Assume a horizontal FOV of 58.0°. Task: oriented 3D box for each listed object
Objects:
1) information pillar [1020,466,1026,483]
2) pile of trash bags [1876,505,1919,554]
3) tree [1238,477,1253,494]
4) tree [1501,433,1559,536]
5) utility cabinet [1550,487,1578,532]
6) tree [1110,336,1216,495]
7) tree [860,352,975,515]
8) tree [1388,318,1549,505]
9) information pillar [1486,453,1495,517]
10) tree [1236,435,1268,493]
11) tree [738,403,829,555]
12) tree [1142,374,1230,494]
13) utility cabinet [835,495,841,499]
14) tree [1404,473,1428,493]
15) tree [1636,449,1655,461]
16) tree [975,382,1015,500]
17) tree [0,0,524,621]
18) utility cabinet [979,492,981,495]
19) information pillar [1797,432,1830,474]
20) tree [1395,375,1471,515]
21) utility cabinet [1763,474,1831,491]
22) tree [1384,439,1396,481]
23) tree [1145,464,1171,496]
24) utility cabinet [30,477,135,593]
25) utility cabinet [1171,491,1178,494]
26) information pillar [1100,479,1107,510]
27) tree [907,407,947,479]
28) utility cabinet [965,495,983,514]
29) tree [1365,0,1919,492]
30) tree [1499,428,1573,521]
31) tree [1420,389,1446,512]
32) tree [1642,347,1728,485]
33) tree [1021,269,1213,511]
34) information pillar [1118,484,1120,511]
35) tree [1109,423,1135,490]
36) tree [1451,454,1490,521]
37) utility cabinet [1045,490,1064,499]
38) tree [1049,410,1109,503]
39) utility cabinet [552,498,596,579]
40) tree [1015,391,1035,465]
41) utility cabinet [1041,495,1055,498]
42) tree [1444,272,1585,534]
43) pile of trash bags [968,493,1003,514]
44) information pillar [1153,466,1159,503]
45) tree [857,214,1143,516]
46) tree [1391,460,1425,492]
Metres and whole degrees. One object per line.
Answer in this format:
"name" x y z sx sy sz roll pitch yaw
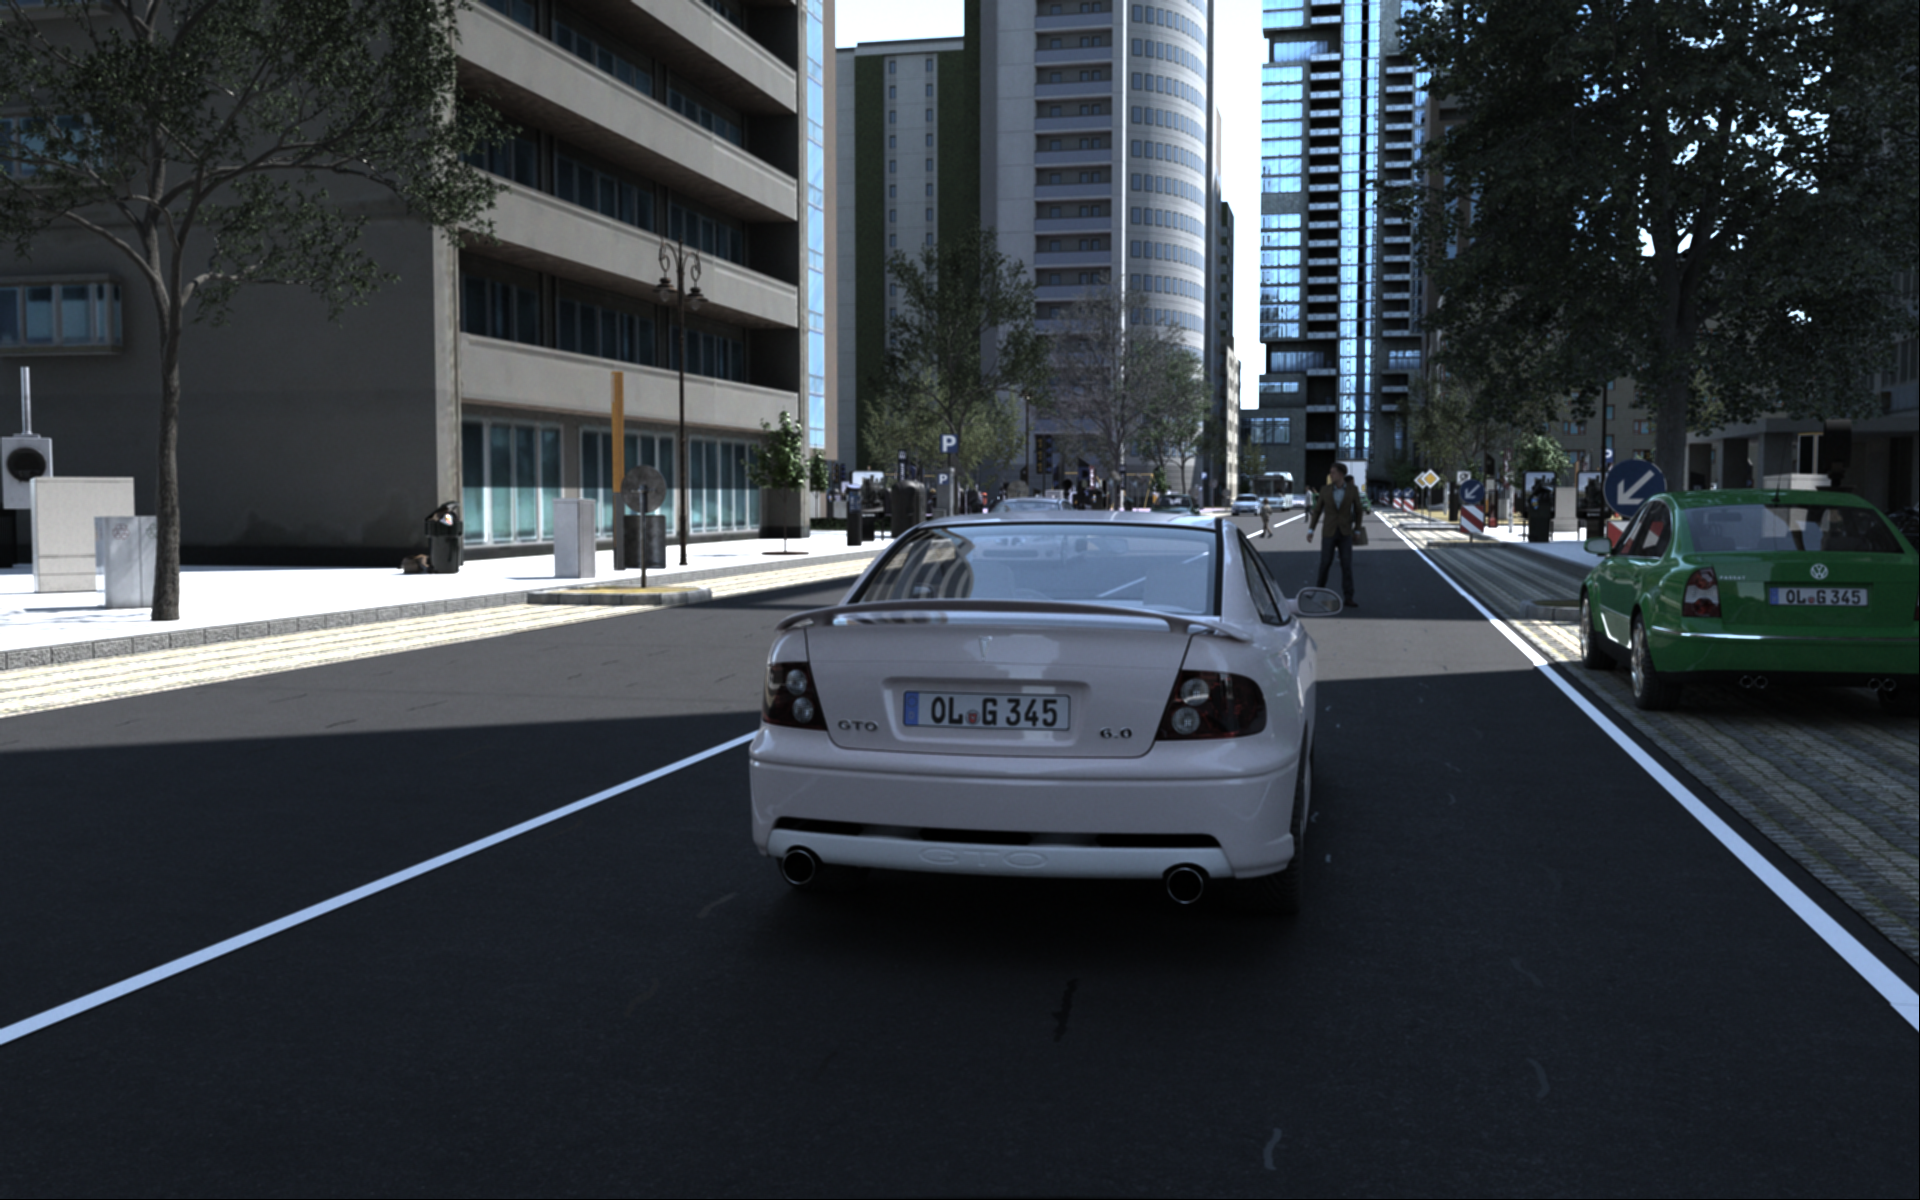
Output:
"information pillar" 5.176 -9.184 141.517 0.504 3.616 0.183 0 4 -3
"pile of trash bags" 17.923 -1.277 30.625 3.447 1.369 1.912 1 4 20
"tree" 33.146 -12.670 201.751 1.663 3.219 1.824 0 3 0
"tree" 17.588 -3.564 52.868 1.663 3.219 1.824 0 3 0
"utility cabinet" 19.820 -2.975 57.322 1.173 1.500 0.318 0 4 -1
"tree" 13.380 -11.568 114.888 9.928 11.665 9.643 0 3 0
"tree" -2.518 -8.417 87.979 4.737 8.622 4.395 0 3 0
"tree" 27.134 -9.675 92.604 8.767 10.594 7.601 1 4 17
"information pillar" 29.778 -6.483 97.357 0.504 3.616 0.183 0 4 1
"tree" 35.550 -15.898 210.300 4.737 8.622 4.395 0 3 0
"tree" -3.634 -2.580 36.779 1.663 3.219 1.824 0 3 0
"tree" 15.701 -11.532 122.967 7.601 10.594 8.767 1 4 17
"utility cabinet" -8.294 -6.336 114.754 1.020 1.237 0.306 -2 4 -29
"tree" 41.445 -9.951 157.299 1.663 3.219 1.824 0 3 0
"tree" 48.016 -8.316 119.682 4.285 4.588 4.351 0 3 0
"tree" 0.144 -9.470 105.194 4.737 8.622 4.395 0 3 0
"tree" -7.829 -5.083 17.521 8.767 10.594 7.601 3 5 41
"utility cabinet" 1.294 -8.830 153.048 1.173 1.500 0.318 -3 4 -36
"information pillar" 10.265 -0.997 20.792 0.304 2.012 0.304 -1 4 -14
"tree" 29.722 -9.559 106.654 4.737 8.622 4.395 0 3 0
"utility cabinet" 9.340 -0.654 19.376 1.173 1.500 0.318 -3 5 -44
"tree" 56.894 -16.750 224.224 4.737 8.622 4.395 0 3 0
"tree" 12.678 -6.987 108.843 1.663 3.219 1.824 0 3 0
"utility cabinet" -11.459 -0.854 22.649 1.173 1.500 0.318 -3 5 -40
"utility cabinet" 18.057 -8.521 148.000 1.173 1.500 0.318 -2 4 -26
"information pillar" 7.175 -5.021 86.587 0.304 2.012 0.304 -1 4 -13
"tree" -1.881 -11.689 141.471 4.360 8.622 3.978 0 3 0
"utility cabinet" 0.940 -6.116 111.162 1.020 1.237 0.306 -1 4 -14
"tree" 11.495 -7.392 27.522 9.857 13.997 8.962 0 3 0
"tree" 27.812 -6.109 83.597 4.285 4.588 4.351 0 3 0
"tree" 33.956 -10.398 120.369 4.360 8.622 3.978 0 3 0
"tree" 35.470 -8.191 84.289 4.737 8.622 4.395 0 3 0
"tree" 8.481 -11.238 94.107 12.009 13.543 11.850 0 3 0
"information pillar" 9.824 -6.331 108.001 0.304 2.012 0.304 0 4 -4
"tree" 12.610 -12.090 148.041 4.360 8.622 3.978 0 3 0
"tree" 24.381 -5.402 82.921 1.663 3.219 1.824 0 3 0
"utility cabinet" 5.150 -5.280 95.005 0.318 1.500 1.173 -3 5 -44
"tree" 9.111 -11.680 141.338 4.360 8.622 3.978 0 3 0
"utility cabinet" -5.909 -0.943 26.574 0.306 1.237 1.020 -2 4 -35
"tree" 2.908 -9.976 113.475 4.737 8.622 4.395 0 3 0
"utility cabinet" 4.033 -4.418 83.403 1.020 1.237 0.306 2 4 25
"tree" 18.162 -6.465 56.069 4.360 8.622 3.978 0 3 0
"pile of trash bags" 0.818 -5.369 97.538 3.447 1.369 1.912 1 4 20
"information pillar" 15.950 -9.145 140.871 0.504 3.616 0.183 0 4 -4
"tree" 0.113 -7.497 56.988 7.601 10.594 8.767 -3 4 -36
"tree" 43.225 -11.199 166.815 4.285 4.588 4.351 0 3 0
